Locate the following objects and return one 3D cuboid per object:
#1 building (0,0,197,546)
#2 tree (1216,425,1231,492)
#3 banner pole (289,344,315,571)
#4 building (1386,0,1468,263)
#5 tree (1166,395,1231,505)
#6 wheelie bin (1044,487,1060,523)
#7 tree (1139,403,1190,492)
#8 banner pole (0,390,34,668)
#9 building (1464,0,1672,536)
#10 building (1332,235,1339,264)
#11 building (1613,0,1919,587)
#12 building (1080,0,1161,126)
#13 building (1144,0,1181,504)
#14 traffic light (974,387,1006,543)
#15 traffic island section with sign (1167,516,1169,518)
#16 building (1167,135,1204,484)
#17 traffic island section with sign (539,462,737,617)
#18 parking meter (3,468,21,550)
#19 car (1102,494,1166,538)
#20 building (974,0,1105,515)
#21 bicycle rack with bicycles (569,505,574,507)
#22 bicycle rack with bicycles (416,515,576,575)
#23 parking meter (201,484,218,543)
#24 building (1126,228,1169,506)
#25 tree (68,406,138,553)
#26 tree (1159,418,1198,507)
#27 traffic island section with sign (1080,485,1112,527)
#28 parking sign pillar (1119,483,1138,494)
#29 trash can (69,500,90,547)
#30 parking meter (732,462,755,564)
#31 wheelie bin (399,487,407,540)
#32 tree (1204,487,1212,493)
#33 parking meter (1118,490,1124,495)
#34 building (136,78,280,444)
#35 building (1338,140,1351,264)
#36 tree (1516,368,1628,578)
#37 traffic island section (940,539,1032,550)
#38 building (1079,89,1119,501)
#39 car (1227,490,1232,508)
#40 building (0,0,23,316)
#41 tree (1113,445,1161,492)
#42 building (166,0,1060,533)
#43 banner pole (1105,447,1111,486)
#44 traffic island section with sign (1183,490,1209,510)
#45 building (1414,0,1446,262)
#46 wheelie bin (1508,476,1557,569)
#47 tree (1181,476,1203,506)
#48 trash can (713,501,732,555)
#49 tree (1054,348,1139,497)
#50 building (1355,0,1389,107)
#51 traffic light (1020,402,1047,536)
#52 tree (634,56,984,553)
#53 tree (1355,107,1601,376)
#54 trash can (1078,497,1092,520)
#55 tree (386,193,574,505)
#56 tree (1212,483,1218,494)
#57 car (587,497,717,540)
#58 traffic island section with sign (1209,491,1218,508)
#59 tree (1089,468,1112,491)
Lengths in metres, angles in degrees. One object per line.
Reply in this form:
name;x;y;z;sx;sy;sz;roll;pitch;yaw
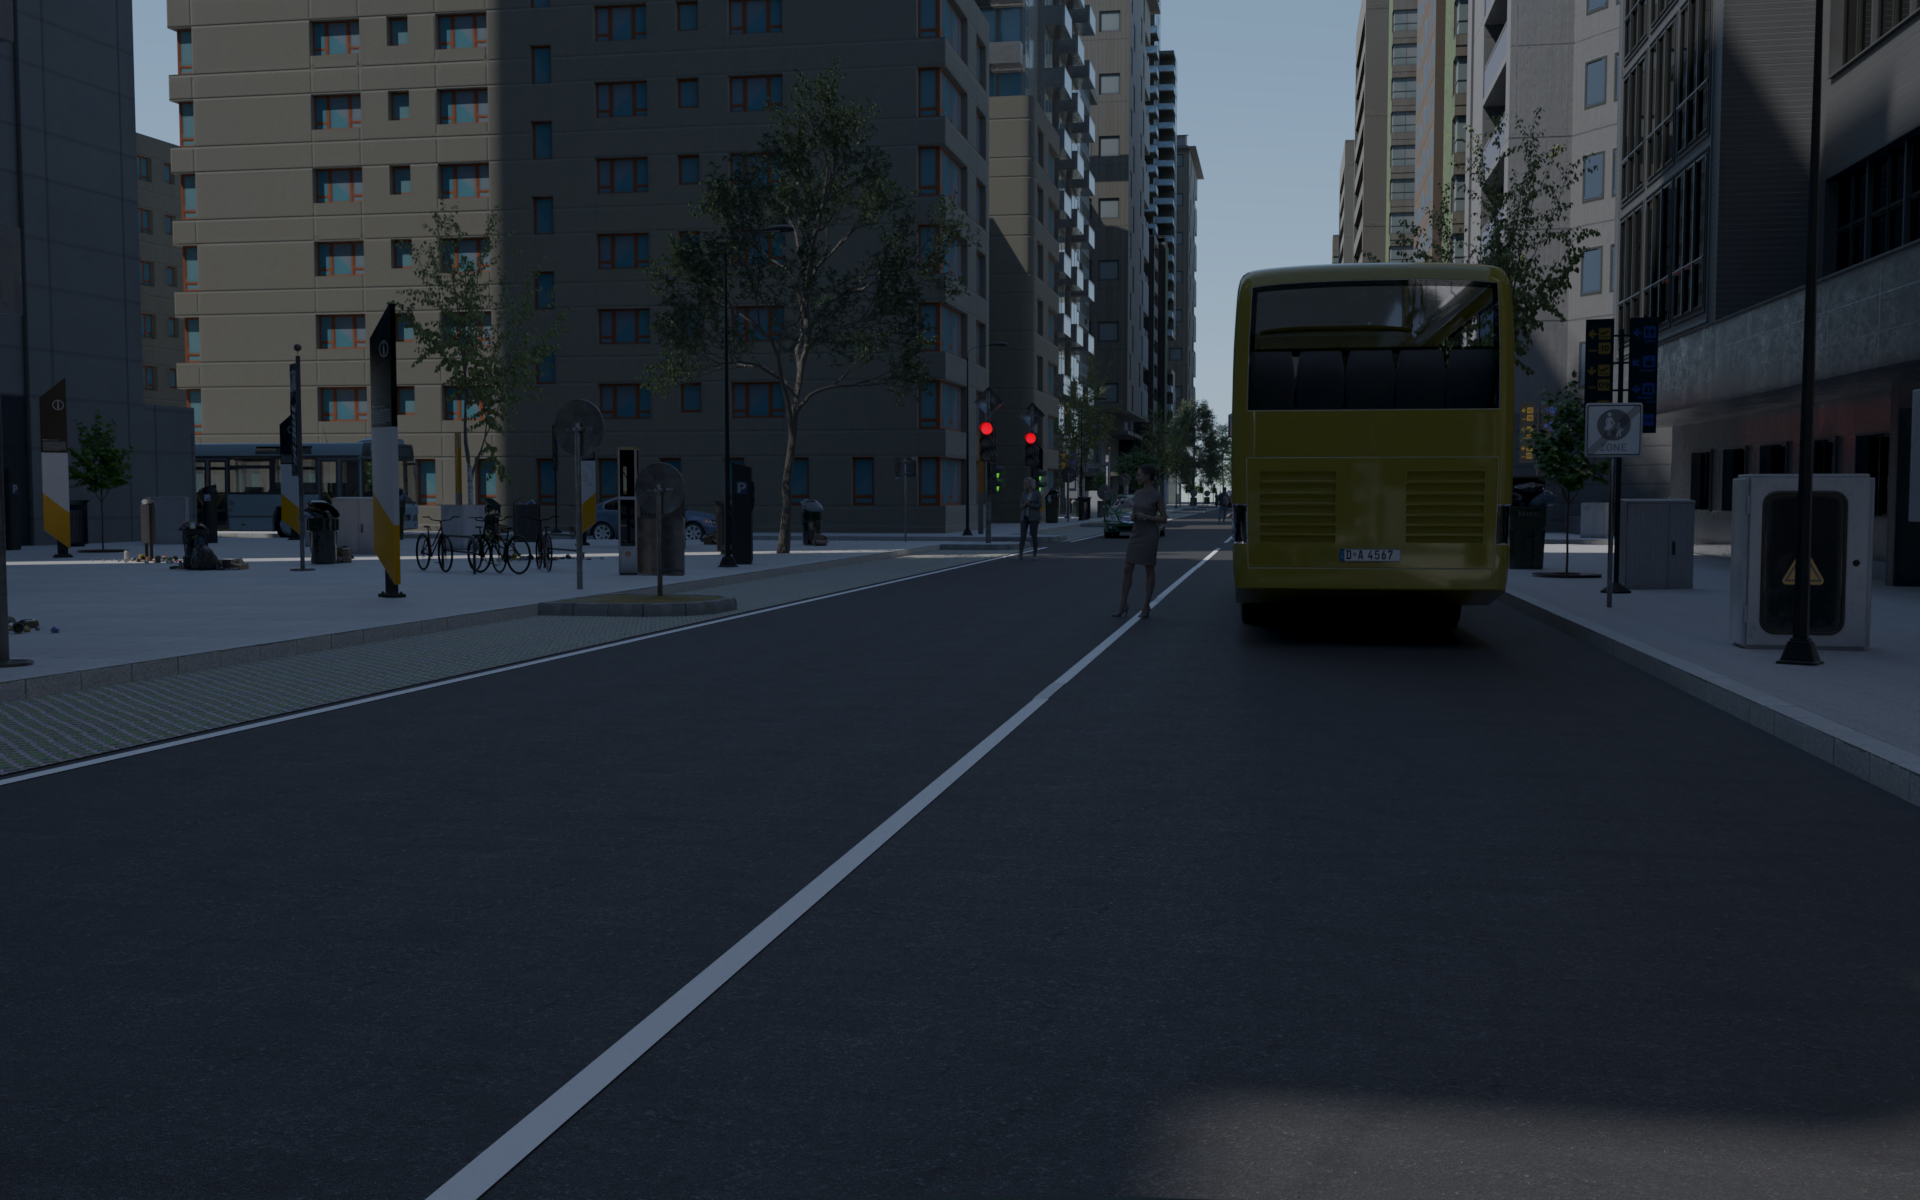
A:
building;-33.725;-36.747;39.059;20.611;71.187;20.563;1;4;11
tree;42.926;-22.392;284.227;7.486;12.596;7.792;0;3;0
banner pole;-11.156;-2.393;29.143;0.401;3.779;0.863;-2;4;-33
building;40.858;-27.749;137.289;14.154;41.232;14.086;1;4;11
tree;27.154;-17.396;201.424;9.611;12.733;9.660;0;3;0
wheelie bin;4.075;-4.188;76.377;0.693;1.594;0.980;0;4;4
tree;16.288;-11.583;139.739;4.737;8.622;4.395;0;3;0
banner pole;-7.356;-1.403;12.964;0.863;3.779;0.401;2;4;30
building;32.683;-31.559;57.988;28.212;58.520;21.231;1;4;11
building;65.426;-36.028;272.644;14.154;41.232;14.086;1;4;11
building;18.719;-12.465;22.870;14.314;24.678;30.058;1;4;11
building;4.022;-35.370;167.537;28.713;52.752;27.495;1;4;11
building;18.582;-56.010;228.433;22.319;86.520;31.000;1;4;11
traffic light;0.759;-3.443;45.211;0.839;4.253;0.868;1;4;11
traffic island section with sign;11.274;-5.704;101.893;1.989;1.847;2.006;1;4;11
building;21.366;-40.993;259.470;28.713;52.752;27.495;1;4;11
traffic island section with sign;-3.811;-0.761;21.071;1.989;1.847;2.006;1;4;11
parking meter;-21.661;-2.068;39.524;0.255;1.863;0.399;0;4;4
car;5.890;-2.832;58.099;2.131;1.459;4.920;1;4;10
building;-3.495;-29.897;108.420;23.786;49.044;30.456;1;4;11
bicycle rack with bicycles;-11.604;-2.665;56.955;2.852;0.926;2.925;0;4;-3
bicycle rack with bicycles;-7.506;-0.932;28.625;2.852;0.926;2.925;-2;4;-31
parking meter;-19.649;-2.259;45.338;0.372;1.533;0.369;0;3;0
building;14.996;-25.432;187.510;14.160;30.474;14.107;1;4;11
tree;-19.030;-2.659;38.081;1.663;3.219;1.824;0;3;0
tree;21.256;-13.265;167.248;4.360;8.622;3.978;0;3;0
traffic island section with sign;6.301;-4.075;75.248;1.989;1.847;2.006;1;4;11
parking sign pillar;11.997;-8.244;123.260;1.447;3.967;1.447;1;4;21
trash can;-21.627;-1.873;42.279;0.748;1.137;0.748;0;3;0
parking meter;-3.953;-1.584;31.615;0.399;1.863;0.255;0;4;0
wheelie bin;-15.923;-2.483;48.512;0.693;1.594;0.980;2;4;27
tree;31.627;-14.266;227.847;1.663;3.219;1.824;0;3;0
parking meter;10.279;-6.248;110.559;0.372;1.533;0.369;0;3;0
building;-53.975;-14.557;83.046;28.899;21.520;27.650;1;4;11
building;60.012;-36.700;223.753;21.300;48.544;21.600;1;4;11
tree;9.532;-1.963;26.704;1.663;3.219;1.824;0;3;0
traffic island section;0.721;-1.411;45.353;2.009;0.180;2.903;1;4;11
building;-2.303;-27.546;142.265;32.217;40.220;23.993;1;4;11
car;24.357;-8.831;153.052;2.281;1.827;5.304;1;4;9
building;-23.956;-23.827;9.180;23.786;49.044;30.456;1;4;11
tree;11.875;-8.103;116.195;4.285;4.588;4.351;0;3;0
building;-11.421;-13.911;72.480;27.650;21.520;28.899;1;4;11
banner pole;7.976;-6.318;93.314;0.401;3.779;0.863;-1;4;-16
traffic island section with sign;20.486;-8.727;151.315;1.989;1.847;2.006;1;4;11
building;34.343;-27.612;101.569;14.600;45.320;14.200;1;4;11
wheelie bin;9.720;-1.332;29.680;0.980;1.594;0.693;1;4;9
tree;28.357;-13.277;211.687;1.663;3.219;1.824;0;3;0
trash can;-4.882;-1.544;36.898;0.748;1.137;0.748;0;3;0
tree;6.212;-8.420;88.023;4.737;8.622;4.395;0;3;0
building;46.453;-32.481;154.766;21.300;48.544;21.600;1;4;11
traffic light;2.223;-3.923;53.061;0.839;4.253;0.868;1;4;11
tree;-3.516;-6.273;36.970;7.601;10.594;8.767;2;4;24
tree;10.030;-5.059;33.085;4.737;8.622;4.395;0;3;0
trash can;6.212;-4.570;86.369;0.748;1.137;0.748;0;3;0
tree;-12.083;-5.692;43.420;4.737;8.622;4.395;0;3;0
tree;38.798;-16.512;264.564;1.663;3.219;1.824;0;3;0
car;-8.861;-2.339;50.250;4.499;1.417;2.014;1;4;12
traffic island section with sign;25.432;-10.348;177.814;1.989;1.847;2.006;1;4;11
tree;10.187;-8.044;126.120;1.663;3.219;1.824;0;3;0
